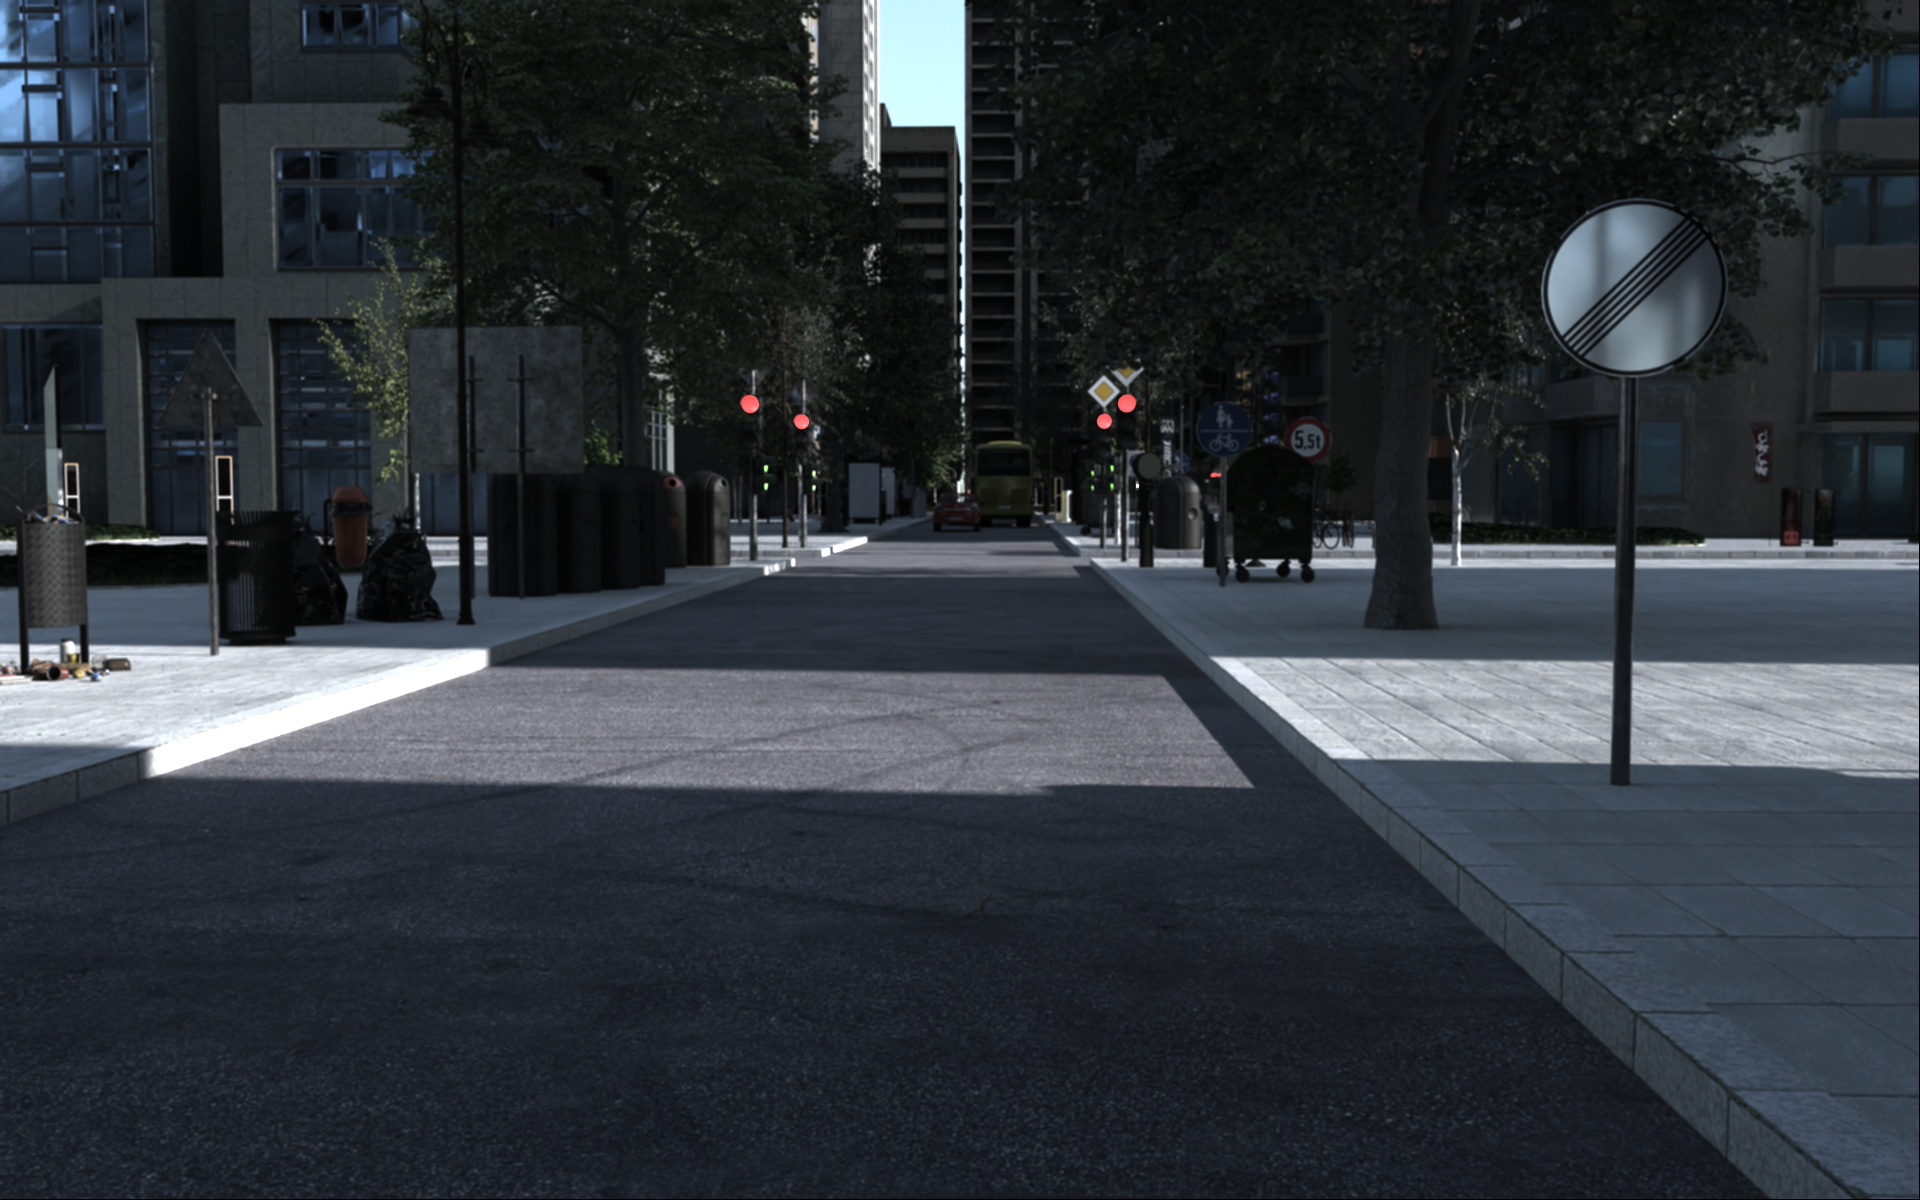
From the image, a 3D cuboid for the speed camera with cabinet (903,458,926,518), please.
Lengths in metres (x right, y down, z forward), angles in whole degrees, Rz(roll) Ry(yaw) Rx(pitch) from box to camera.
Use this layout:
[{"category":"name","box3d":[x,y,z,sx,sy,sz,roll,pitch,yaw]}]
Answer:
[{"category":"speed camera with cabinet","box3d":[-2.496,-6.176,95.318,0.660,3.252,2.038,1,4,21]}]

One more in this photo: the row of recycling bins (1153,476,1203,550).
[{"category":"row of recycling bins","box3d":[5.148,-2.102,41.474,1.069,1.692,3.534,0,4,1]}]

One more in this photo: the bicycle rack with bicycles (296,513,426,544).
[{"category":"bicycle rack with bicycles","box3d":[-11.265,-1.162,32.384,2.925,0.926,2.852,2,4,24]}]

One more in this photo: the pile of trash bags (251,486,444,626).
[{"category":"pile of trash bags","box3d":[-6.564,-0.535,18.503,1.912,1.369,3.447,-1,4,-18]}]

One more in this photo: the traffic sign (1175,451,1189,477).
[{"category":"traffic sign","box3d":[6.325,-3.099,50.775,0.768,2.556,0.104,0,4,3]}]

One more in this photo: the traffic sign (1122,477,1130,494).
[{"category":"traffic sign","box3d":[6.553,-4.269,69.899,0.768,2.556,0.104,0,4,3]}]

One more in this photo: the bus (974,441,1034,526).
[{"category":"bus","box3d":[2.035,-5.387,79.623,2.896,3.916,12.252,0,4,2]}]

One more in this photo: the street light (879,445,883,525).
[{"category":"street light","box3d":[-3.244,-5.990,70.730,0.468,5.910,1.993,0,4,2]}]

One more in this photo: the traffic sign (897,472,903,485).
[{"category":"traffic sign","box3d":[-3.639,-6.037,98.811,0.768,2.556,0.104,0,4,7]}]

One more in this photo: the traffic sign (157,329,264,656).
[{"category":"traffic sign","box3d":[-5.927,-0.837,13.696,0.884,2.594,0.081,0,4,6]}]

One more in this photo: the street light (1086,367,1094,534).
[{"category":"street light","box3d":[4.201,-5.100,56.169,0.468,5.910,1.993,0,4,2]}]

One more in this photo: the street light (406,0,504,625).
[{"category":"street light","box3d":[-4.864,-2.697,16.876,0.468,5.910,1.993,0,4,2]}]

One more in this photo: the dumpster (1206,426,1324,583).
[{"category":"dumpster","box3d":[4.525,-1.426,25.814,1.502,2.255,1.985,0,4,2]}]

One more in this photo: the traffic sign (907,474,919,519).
[{"category":"traffic sign","box3d":[-2.418,-5.275,88.379,0.606,2.300,0.079,0,4,7]}]

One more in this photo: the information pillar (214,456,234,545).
[{"category":"information pillar","box3d":[-14.283,-1.779,33.583,0.304,2.012,0.304,-2,4,-34]}]

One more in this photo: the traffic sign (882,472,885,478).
[{"category":"traffic sign","box3d":[-3.970,-5.063,82.506,0.795,2.593,0.064,0,4,6]}]

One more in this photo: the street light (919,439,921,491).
[{"category":"street light","box3d":[-2.313,-7.791,100.163,0.468,5.910,1.993,0,4,2]}]

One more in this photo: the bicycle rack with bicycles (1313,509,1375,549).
[{"category":"bicycle rack with bicycles","box3d":[8.623,-1.705,41.263,2.852,0.926,2.925,0,4,-6]}]

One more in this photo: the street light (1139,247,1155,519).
[{"category":"street light","box3d":[3.515,-3.650,32.471,0.468,5.910,1.993,0,4,2]}]

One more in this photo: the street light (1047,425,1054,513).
[{"category":"street light","box3d":[6.039,-8.733,115.577,0.468,5.910,1.993,0,4,2]}]

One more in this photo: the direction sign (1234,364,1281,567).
[{"category":"direction sign","box3d":[5.206,-2.350,30.412,0.876,3.537,0.379,-1,4,-16]}]

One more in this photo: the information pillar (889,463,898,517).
[{"category":"information pillar","box3d":[-3.716,-6.440,96.653,0.504,3.616,0.183,1,4,21]}]

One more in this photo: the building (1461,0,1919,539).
[{"category":"building","box3d":[32.573,-26.808,57.927,30.456,49.044,23.786,0,4,2]}]

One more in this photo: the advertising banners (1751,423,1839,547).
[{"category":"advertising banners","box3d":[20.417,-2.827,42.415,2.074,3.025,0.090,1,4,10]}]

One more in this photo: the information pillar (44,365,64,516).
[{"category":"information pillar","box3d":[-16.553,-2.465,31.661,0.504,3.616,0.183,3,5,39]}]

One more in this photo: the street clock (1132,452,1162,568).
[{"category":"street clock","box3d":[3.257,-1.567,30.197,0.471,2.002,0.358,-1,4,-19]}]

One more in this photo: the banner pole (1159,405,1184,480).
[{"category":"banner pole","box3d":[6.005,-3.601,48.895,0.863,3.779,0.401,0,4,-4]}]

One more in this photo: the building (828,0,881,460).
[{"category":"building","box3d":[-18.875,-44.923,172.750,20.611,71.187,20.563,0,4,2]}]

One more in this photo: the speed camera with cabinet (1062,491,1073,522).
[{"category":"speed camera with cabinet","box3d":[5.721,-5.298,80.954,2.038,3.252,0.660,-2,4,-26]}]

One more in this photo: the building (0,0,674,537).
[{"category":"building","box3d":[-23.227,-45.998,64.736,22.319,86.520,31.000,0,4,2]}]

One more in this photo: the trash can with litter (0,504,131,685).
[{"category":"trash can with litter","box3d":[-6.690,-0.057,11.989,1.678,1.210,2.233,1,4,22]}]

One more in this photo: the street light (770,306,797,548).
[{"category":"street light","box3d":[-4.188,-4.189,41.285,0.468,5.910,1.993,0,4,2]}]

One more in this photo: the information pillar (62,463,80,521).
[{"category":"information pillar","box3d":[-21.352,-2.269,41.589,0.304,2.012,0.304,-3,5,-43]}]

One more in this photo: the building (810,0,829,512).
[{"category":"building","box3d":[-16.946,-28.932,123.155,14.600,45.320,14.200,0,4,2]}]

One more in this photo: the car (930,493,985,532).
[{"category":"car","box3d":[-0.103,-3.571,67.426,2.155,1.783,4.494,0,4,1]}]

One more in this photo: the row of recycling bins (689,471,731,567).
[{"category":"row of recycling bins","box3d":[-5.543,-1.403,30.049,1.069,1.692,3.534,3,5,44]}]

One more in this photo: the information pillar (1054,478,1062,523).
[{"category":"information pillar","box3d":[4.436,-4.505,78.153,0.304,2.012,0.304,0,4,-6]}]

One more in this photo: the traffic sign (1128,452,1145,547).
[{"category":"traffic sign","box3d":[4.233,-2.410,41.533,0.606,2.300,0.079,0,4,7]}]

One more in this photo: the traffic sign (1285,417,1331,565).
[{"category":"traffic sign","box3d":[5.742,-1.747,28.673,0.768,2.556,0.104,0,4,8]}]

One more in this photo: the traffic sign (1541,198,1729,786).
[{"category":"traffic sign","box3d":[2.916,-0.457,7.572,0.768,2.556,0.104,1,4,11]}]

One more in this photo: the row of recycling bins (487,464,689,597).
[{"category":"row of recycling bins","box3d":[-5.017,-0.981,23.158,1.069,1.692,3.534,1,4,21]}]

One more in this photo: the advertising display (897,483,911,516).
[{"category":"advertising display","box3d":[-3.312,-5.784,99.783,0.974,1.923,0.123,1,4,14]}]

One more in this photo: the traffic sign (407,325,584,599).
[{"category":"traffic sign","box3d":[-5.660,-1.664,21.084,2.265,3.308,0.079,1,4,10]}]

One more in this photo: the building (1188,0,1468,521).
[{"category":"building","box3d":[24.689,-26.868,93.912,22.147,44.769,28.867,0,4,2]}]

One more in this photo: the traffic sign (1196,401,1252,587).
[{"category":"traffic sign","box3d":[3.640,-1.457,23.931,0.768,2.556,0.104,0,4,3]}]

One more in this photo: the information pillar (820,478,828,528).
[{"category":"information pillar","box3d":[-5.103,-3.758,65.937,0.304,2.012,0.304,2,4,33]}]

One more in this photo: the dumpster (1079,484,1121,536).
[{"category":"dumpster","box3d":[4.389,-2.958,54.123,1.264,1.857,1.865,0,4,2]}]

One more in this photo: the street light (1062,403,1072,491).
[{"category":"street light","box3d":[5.316,-6.935,86.183,0.468,5.910,1.993,0,4,2]}]

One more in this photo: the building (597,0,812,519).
[{"category":"building","box3d":[-20.492,-29.135,100.064,21.300,48.544,21.600,0,4,2]}]

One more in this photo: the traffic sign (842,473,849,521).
[{"category":"traffic sign","box3d":[-5.374,-4.971,83.400,0.606,2.300,0.079,1,4,9]}]

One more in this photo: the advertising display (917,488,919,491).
[{"category":"advertising display","box3d":[-2.767,-6.767,115.847,0.974,1.923,0.123,3,5,44]}]
